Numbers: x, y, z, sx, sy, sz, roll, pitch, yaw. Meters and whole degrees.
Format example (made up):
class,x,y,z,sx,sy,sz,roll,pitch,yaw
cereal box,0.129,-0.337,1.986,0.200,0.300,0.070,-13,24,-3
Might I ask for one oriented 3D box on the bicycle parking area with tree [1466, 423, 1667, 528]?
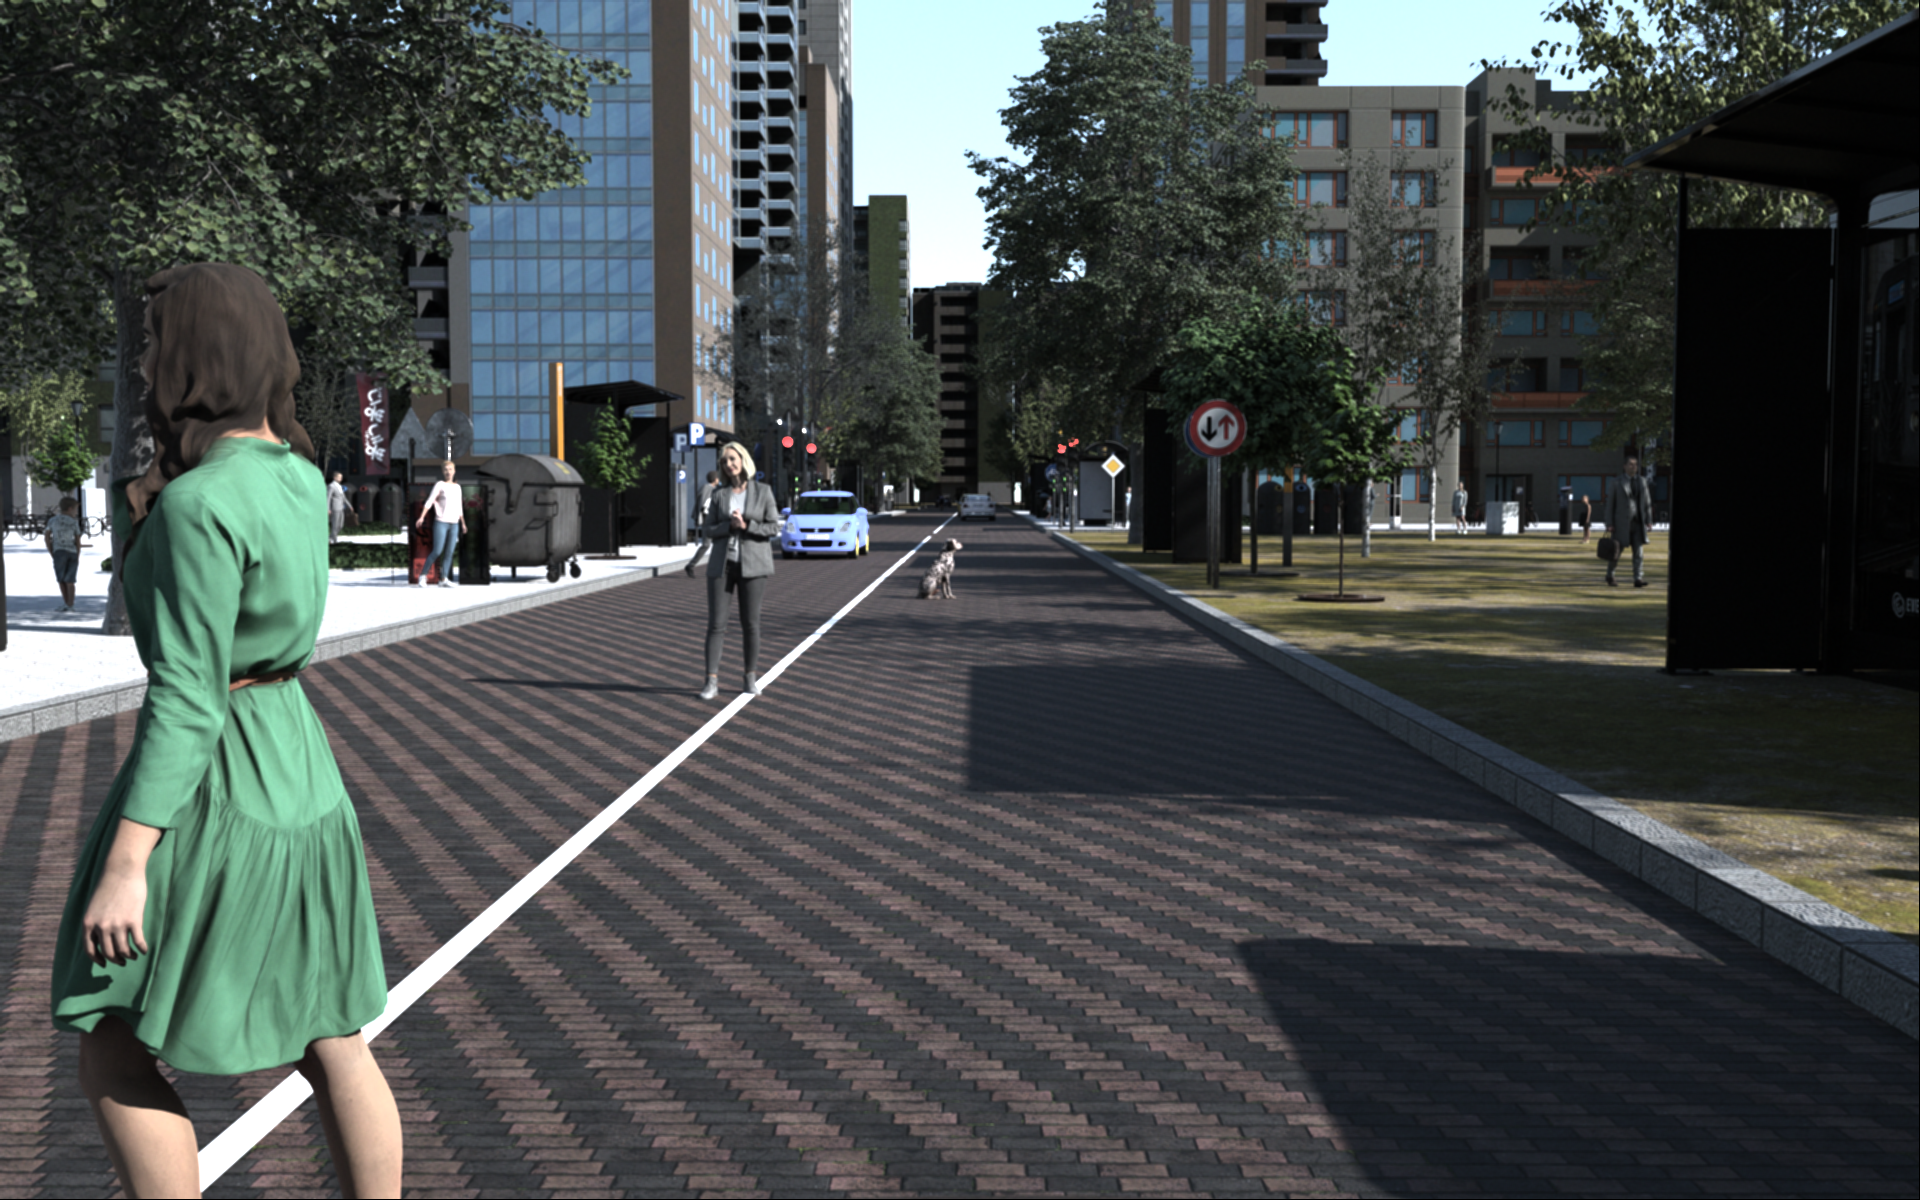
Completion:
class,x,y,z,sx,sy,sz,roll,pitch,yaw
bicycle parking area with tree,24.239,-5.031,69.267,8.231,4.147,9.016,2,4,30

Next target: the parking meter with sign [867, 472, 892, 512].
class,x,y,z,sx,sy,sz,roll,pitch,yaw
parking meter with sign,-5.823,-7.888,125.230,1.738,3.016,0.543,-1,4,-20

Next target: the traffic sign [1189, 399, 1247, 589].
class,x,y,z,sx,sy,sz,roll,pitch,yaw
traffic sign,3.474,-1.425,23.411,0.768,2.556,0.104,0,4,7

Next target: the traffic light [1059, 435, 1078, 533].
class,x,y,z,sx,sy,sz,roll,pitch,yaw
traffic light,3.666,-4.147,56.729,0.839,4.253,0.868,0,4,1

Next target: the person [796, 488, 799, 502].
class,x,y,z,sx,sy,sz,roll,pitch,yaw
person,-12.648,-7.881,135.119,0.478,1.798,0.641,-3,4,-38

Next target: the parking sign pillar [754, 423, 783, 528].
class,x,y,z,sx,sy,sz,roll,pitch,yaw
parking sign pillar,-7.385,-4.694,65.217,1.447,3.967,1.447,0,4,7

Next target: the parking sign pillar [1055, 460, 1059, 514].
class,x,y,z,sx,sy,sz,roll,pitch,yaw
parking sign pillar,6.366,-7.600,112.725,1.447,3.967,1.447,2,4,26

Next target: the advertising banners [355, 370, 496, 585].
class,x,y,z,sx,sy,sz,roll,pitch,yaw
advertising banners,-7.563,-1.730,24.471,2.074,3.025,0.090,1,4,11

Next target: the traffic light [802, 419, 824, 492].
class,x,y,z,sx,sy,sz,roll,pitch,yaw
traffic light,-5.508,-4.641,64.799,0.839,4.253,0.868,0,4,1

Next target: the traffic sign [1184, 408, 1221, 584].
class,x,y,z,sx,sy,sz,roll,pitch,yaw
traffic sign,3.554,-1.496,24.567,0.768,2.556,0.104,0,4,7

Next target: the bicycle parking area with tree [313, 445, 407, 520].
class,x,y,z,sx,sy,sz,roll,pitch,yaw
bicycle parking area with tree,-27.825,-5.460,76.265,8.231,4.147,9.016,2,4,27

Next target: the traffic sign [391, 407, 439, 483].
class,x,y,z,sx,sy,sz,roll,pitch,yaw
traffic sign,-8.209,-1.584,25.896,0.884,2.594,0.081,1,4,9

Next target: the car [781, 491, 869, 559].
class,x,y,z,sx,sy,sz,roll,pitch,yaw
car,-3.044,-1.822,39.376,1.945,1.707,3.694,0,4,2

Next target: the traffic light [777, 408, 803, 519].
class,x,y,z,sx,sy,sz,roll,pitch,yaw
traffic light,-5.595,-4.153,56.814,0.839,4.253,0.868,0,4,1

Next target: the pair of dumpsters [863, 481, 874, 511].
class,x,y,z,sx,sy,sz,roll,pitch,yaw
pair of dumpsters,-7.055,-7.716,128.650,1.574,2.255,4.437,0,4,1

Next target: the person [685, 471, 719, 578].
class,x,y,z,sx,sy,sz,roll,pitch,yaw
person,-4.296,-1.283,29.573,0.850,1.850,0.679,0,4,7

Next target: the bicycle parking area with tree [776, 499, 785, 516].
class,x,y,z,sx,sy,sz,roll,pitch,yaw
bicycle parking area with tree,-14.218,-7.182,104.431,8.231,4.147,9.016,0,4,6

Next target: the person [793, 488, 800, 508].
class,x,y,z,sx,sy,sz,roll,pitch,yaw
person,-9.535,-5.901,103.017,0.782,1.767,0.515,-1,4,-10

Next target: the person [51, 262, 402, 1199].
class,x,y,z,sx,sy,sz,roll,pitch,yaw
person,-1.155,0.365,2.776,0.529,1.795,0.600,-1,4,-10

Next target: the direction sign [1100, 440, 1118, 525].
class,x,y,z,sx,sy,sz,roll,pitch,yaw
direction sign,6.252,-4.935,72.688,0.876,3.537,0.379,-2,4,-28

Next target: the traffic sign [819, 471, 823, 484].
class,x,y,z,sx,sy,sz,roll,pitch,yaw
traffic sign,-7.752,-5.685,93.053,0.768,2.556,0.104,1,4,10

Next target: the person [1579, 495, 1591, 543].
class,x,y,z,sx,sy,sz,roll,pitch,yaw
person,16.251,-2.100,45.054,0.373,1.253,0.362,0,4,-7

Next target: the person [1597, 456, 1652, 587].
class,x,y,z,sx,sy,sz,roll,pitch,yaw
person,9.255,-1.092,24.002,0.694,1.812,0.767,0,4,-3

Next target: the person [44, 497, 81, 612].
class,x,y,z,sx,sy,sz,roll,pitch,yaw
person,-9.794,-0.501,18.926,0.332,1.250,0.352,0,4,8

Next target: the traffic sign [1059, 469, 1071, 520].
class,x,y,z,sx,sy,sz,roll,pitch,yaw
traffic sign,5.245,-5.244,85.850,0.768,2.556,0.104,0,4,8

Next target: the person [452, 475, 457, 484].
class,x,y,z,sx,sy,sz,roll,pitch,yaw
person,-14.407,-2.639,49.170,0.713,1.824,0.794,-3,4,-36

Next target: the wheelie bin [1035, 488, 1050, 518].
class,x,y,z,sx,sy,sz,roll,pitch,yaw
wheelie bin,4.394,-5.143,91.999,0.693,1.594,0.980,-2,4,-34

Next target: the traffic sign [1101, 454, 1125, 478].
class,x,y,z,sx,sy,sz,roll,pitch,yaw
traffic sign,5.037,-3.489,56.776,0.795,2.593,0.064,0,4,8

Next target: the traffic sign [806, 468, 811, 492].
class,x,y,z,sx,sy,sz,roll,pitch,yaw
traffic sign,-7.481,-5.210,85.296,0.768,2.556,0.104,0,4,7

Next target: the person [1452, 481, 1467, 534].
class,x,y,z,sx,sy,sz,roll,pitch,yaw
person,16.193,-2.999,56.088,0.512,1.701,0.522,2,4,31

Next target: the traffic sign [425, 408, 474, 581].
class,x,y,z,sx,sy,sz,roll,pitch,yaw
traffic sign,-7.559,-1.560,25.613,0.768,2.556,0.104,1,4,10

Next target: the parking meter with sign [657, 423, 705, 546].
class,x,y,z,sx,sy,sz,roll,pitch,yaw
parking meter with sign,-7.146,-2.857,42.971,1.738,3.016,0.543,2,4,35

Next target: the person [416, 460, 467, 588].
class,x,y,z,sx,sy,sz,roll,pitch,yaw
person,-7.193,-1.041,23.730,0.598,1.740,0.731,1,4,22

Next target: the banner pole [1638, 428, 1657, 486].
class,x,y,z,sx,sy,sz,roll,pitch,yaw
banner pole,25.390,-4.535,64.166,0.863,3.779,0.401,3,5,41

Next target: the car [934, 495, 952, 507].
class,x,y,z,sx,sy,sz,roll,pitch,yaw
car,-1.801,-10.794,189.067,1.945,1.354,3.894,0,4,1

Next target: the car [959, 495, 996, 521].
class,x,y,z,sx,sy,sz,roll,pitch,yaw
car,0.963,-5.005,94.191,2.083,1.381,4.827,0,4,-1

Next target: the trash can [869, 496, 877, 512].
class,x,y,z,sx,sy,sz,roll,pitch,yaw
trash can,-6.110,-6.771,122.366,0.748,1.137,0.748,0,3,0

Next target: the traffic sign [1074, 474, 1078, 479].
class,x,y,z,sx,sy,sz,roll,pitch,yaw
traffic sign,6.526,-6.180,100.778,0.795,2.593,0.064,0,4,3

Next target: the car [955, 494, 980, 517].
class,x,y,z,sx,sy,sz,roll,pitch,yaw
car,0.711,-6.070,109.465,2.015,1.641,3.980,0,4,-1

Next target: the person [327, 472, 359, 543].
class,x,y,z,sx,sy,sz,roll,pitch,yaw
person,-14.779,-2.139,41.138,0.853,1.813,0.709,0,4,6

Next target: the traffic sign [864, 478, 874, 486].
class,x,y,z,sx,sy,sz,roll,pitch,yaw
traffic sign,-7.215,-8.390,137.281,0.768,2.556,0.104,1,4,8

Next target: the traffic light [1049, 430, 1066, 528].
class,x,y,z,sx,sy,sz,roll,pitch,yaw
traffic light,3.753,-4.636,64.714,0.839,4.253,0.868,0,4,1

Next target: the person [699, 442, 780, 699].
class,x,y,z,sx,sy,sz,roll,pitch,yaw
person,-1.553,-0.219,12.257,0.537,1.800,0.526,1,4,10

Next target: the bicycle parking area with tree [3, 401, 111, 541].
class,x,y,z,sx,sy,sz,roll,pitch,yaw
bicycle parking area with tree,-27.277,-3.898,50.740,9.016,4.147,8.231,1,4,19

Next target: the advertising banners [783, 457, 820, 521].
class,x,y,z,sx,sy,sz,roll,pitch,yaw
advertising banners,-7.611,-5.324,83.233,2.074,3.025,0.090,2,4,27

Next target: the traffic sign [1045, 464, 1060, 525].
class,x,y,z,sx,sy,sz,roll,pitch,yaw
traffic sign,3.957,-4.436,72.639,0.768,2.556,0.104,1,4,8
